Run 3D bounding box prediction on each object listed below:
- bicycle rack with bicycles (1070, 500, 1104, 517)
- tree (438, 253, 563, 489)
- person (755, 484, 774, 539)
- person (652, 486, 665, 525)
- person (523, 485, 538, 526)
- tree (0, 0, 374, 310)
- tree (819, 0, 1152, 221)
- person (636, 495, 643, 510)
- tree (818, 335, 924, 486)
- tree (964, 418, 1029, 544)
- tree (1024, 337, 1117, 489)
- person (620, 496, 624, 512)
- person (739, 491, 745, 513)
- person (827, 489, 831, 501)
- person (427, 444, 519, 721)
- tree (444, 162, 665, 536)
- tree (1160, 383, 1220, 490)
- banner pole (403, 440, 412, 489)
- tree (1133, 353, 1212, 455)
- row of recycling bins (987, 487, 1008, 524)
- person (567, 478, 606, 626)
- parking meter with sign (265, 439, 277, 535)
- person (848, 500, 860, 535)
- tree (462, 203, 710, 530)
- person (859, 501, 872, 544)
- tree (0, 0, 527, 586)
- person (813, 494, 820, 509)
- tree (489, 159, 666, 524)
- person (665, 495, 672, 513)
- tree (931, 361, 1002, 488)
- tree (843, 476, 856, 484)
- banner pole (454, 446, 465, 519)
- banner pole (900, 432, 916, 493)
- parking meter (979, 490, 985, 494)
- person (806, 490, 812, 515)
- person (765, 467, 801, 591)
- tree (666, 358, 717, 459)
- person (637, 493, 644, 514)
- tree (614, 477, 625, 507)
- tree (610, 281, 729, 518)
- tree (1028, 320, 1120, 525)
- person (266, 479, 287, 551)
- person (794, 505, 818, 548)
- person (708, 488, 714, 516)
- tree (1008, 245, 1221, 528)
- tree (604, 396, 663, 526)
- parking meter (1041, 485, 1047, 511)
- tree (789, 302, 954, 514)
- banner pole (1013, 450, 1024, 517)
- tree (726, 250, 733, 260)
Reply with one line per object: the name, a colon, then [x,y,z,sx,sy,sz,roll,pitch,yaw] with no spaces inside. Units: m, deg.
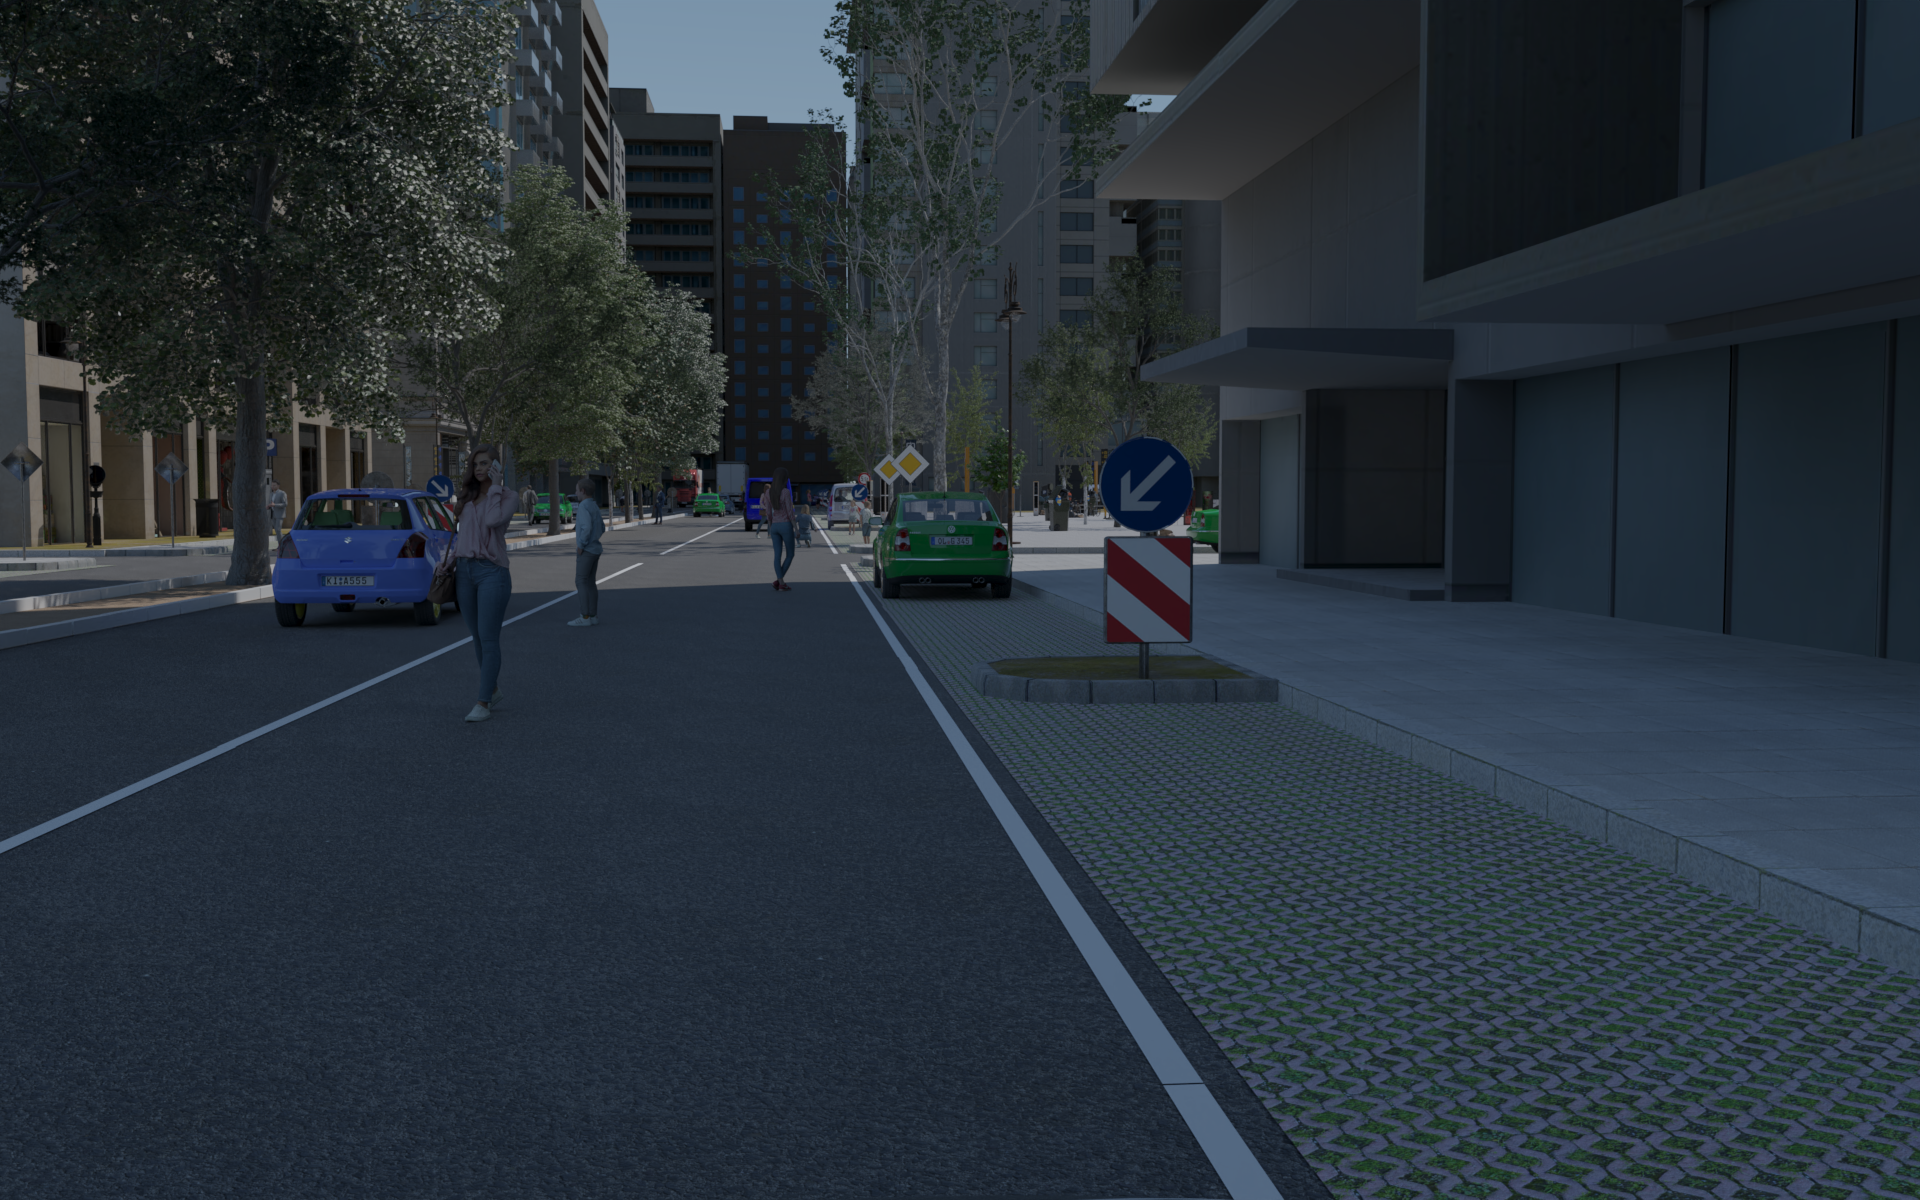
bicycle rack with bicycles: [6.984,-5.250,99.225,2.852,0.926,2.925,2,4,28]
tree: [-13.712,-6.035,51.491,4.360,8.622,3.978,0,3,0]
person: [-6.289,-2.861,55.861,0.643,1.750,0.593,3,5,40]
person: [-14.103,-4.434,81.174,0.721,1.800,0.419,3,5,43]
person: [-19.351,-4.248,78.056,0.679,1.850,0.850,0,4,-3]
tree: [-10.000,-4.941,17.658,8.767,10.594,7.601,0,4,-5]
tree: [-0.018,-12.065,53.155,12.611,20.169,13.585,0,3,0]
person: [-28.613,-8.924,154.280,0.709,1.838,0.599,1,4,16]
tree: [-6.365,-12.511,122.680,7.486,12.596,7.792,0,3,0]
tree: [0.916,-3.050,44.464,1.663,3.219,1.824,0,3,0]
tree: [4.931,-7.825,78.306,4.360,8.622,3.978,0,3,0]
person: [-26.362,-7.596,135.887,0.628,1.438,0.799,0,4,1]
person: [-16.706,-7.533,133.135,0.593,1.643,0.415,-1,4,-13]
person: [-10.556,-8.044,140.028,0.705,1.823,1.348,-1,4,-21]
person: [-3.058,-0.125,11.138,0.593,1.750,0.643,1,4,22]
tree: [-14.062,-8.494,59.456,7.486,12.596,7.792,0,3,0]
tree: [14.508,-9.887,112.022,4.737,8.622,4.395,0,3,0]
banner pole: [-25.544,-5.505,80.028,0.863,3.779,0.401,3,5,43]
tree: [10.564,-8.328,86.522,4.360,8.622,3.978,0,3,0]
row of recycling bins: [1.676,-4.262,76.801,1.069,1.692,3.534,0,4,0]
person: [-4.094,-0.533,19.023,0.330,1.601,0.589,1,4,16]
parking meter with sign: [-21.637,-3.508,53.610,0.543,3.016,1.738,0,4,-6]
person: [-3.642,-2.837,59.906,0.505,1.210,0.382,1,4,17]
tree: [-14.835,-9.088,68.050,9.611,12.733,9.660,0,3,0]
person: [-2.499,-1.993,45.776,0.332,1.250,0.352,1,4,14]
tree: [-11.207,-7.208,26.959,9.857,13.997,8.962,0,3,0]
person: [-12.463,-8.496,150.640,0.697,1.427,0.421,2,4,35]
tree: [-12.484,-6.615,45.018,8.767,10.594,7.601,0,4,-5]
person: [-22.179,-7.502,131.873,0.721,1.735,1.217,2,4,26]
tree: [0.383,-8.929,96.358,4.737,8.622,4.395,0,3,0]
tree: [-10.364,-10.017,158.385,1.663,3.219,1.824,0,3,0]
banner pole: [-26.119,-6.145,90.492,0.863,3.779,0.401,2,4,30]
banner pole: [-2.128,-4.874,69.699,0.863,3.779,0.401,-1,4,-20]
parking meter: [1.458,-6.543,115.384,0.372,1.533,0.369,0,3,0]
person: [-10.472,-6.842,121.083,0.721,1.743,1.217,0,4,2]
person: [-2.610,-1.046,25.610,0.555,1.821,0.388,1,4,21]
tree: [-15.929,-8.941,83.047,8.767,10.594,7.601,0,4,-5]
person: [-23.418,-7.257,126.776,0.705,1.869,1.348,-2,4,-24]
tree: [-34.695,-11.102,176.116,1.663,3.219,1.824,0,3,0]
tree: [-18.308,-11.928,104.141,9.857,13.997,8.962,0,3,0]
tree: [5.058,-7.471,72.511,4.737,8.622,4.395,0,3,0]
person: [-17.198,-2.126,43.454,0.606,1.804,0.583,2,4,24]
person: [-4.298,-1.989,46.511,1.012,1.151,0.738,-1,4,-10]
person: [-16.082,-6.317,111.556,0.659,1.850,0.755,1,4,10]
tree: [6.039,-8.033,65.750,8.767,10.594,7.601,0,4,-5]
tree: [-15.529,-7.587,76.859,4.737,8.622,4.395,0,3,0]
parking meter: [5.331,-6.366,109.794,0.399,1.863,0.255,0,4,-4]
tree: [-5.798,-12.263,110.866,12.009,13.543,11.850,0,3,0]
banner pole: [3.267,-6.576,97.529,0.401,3.779,0.863,3,4,38]
tree: [-4.824,-14.103,86.478,12.611,20.169,13.585,0,3,0]
